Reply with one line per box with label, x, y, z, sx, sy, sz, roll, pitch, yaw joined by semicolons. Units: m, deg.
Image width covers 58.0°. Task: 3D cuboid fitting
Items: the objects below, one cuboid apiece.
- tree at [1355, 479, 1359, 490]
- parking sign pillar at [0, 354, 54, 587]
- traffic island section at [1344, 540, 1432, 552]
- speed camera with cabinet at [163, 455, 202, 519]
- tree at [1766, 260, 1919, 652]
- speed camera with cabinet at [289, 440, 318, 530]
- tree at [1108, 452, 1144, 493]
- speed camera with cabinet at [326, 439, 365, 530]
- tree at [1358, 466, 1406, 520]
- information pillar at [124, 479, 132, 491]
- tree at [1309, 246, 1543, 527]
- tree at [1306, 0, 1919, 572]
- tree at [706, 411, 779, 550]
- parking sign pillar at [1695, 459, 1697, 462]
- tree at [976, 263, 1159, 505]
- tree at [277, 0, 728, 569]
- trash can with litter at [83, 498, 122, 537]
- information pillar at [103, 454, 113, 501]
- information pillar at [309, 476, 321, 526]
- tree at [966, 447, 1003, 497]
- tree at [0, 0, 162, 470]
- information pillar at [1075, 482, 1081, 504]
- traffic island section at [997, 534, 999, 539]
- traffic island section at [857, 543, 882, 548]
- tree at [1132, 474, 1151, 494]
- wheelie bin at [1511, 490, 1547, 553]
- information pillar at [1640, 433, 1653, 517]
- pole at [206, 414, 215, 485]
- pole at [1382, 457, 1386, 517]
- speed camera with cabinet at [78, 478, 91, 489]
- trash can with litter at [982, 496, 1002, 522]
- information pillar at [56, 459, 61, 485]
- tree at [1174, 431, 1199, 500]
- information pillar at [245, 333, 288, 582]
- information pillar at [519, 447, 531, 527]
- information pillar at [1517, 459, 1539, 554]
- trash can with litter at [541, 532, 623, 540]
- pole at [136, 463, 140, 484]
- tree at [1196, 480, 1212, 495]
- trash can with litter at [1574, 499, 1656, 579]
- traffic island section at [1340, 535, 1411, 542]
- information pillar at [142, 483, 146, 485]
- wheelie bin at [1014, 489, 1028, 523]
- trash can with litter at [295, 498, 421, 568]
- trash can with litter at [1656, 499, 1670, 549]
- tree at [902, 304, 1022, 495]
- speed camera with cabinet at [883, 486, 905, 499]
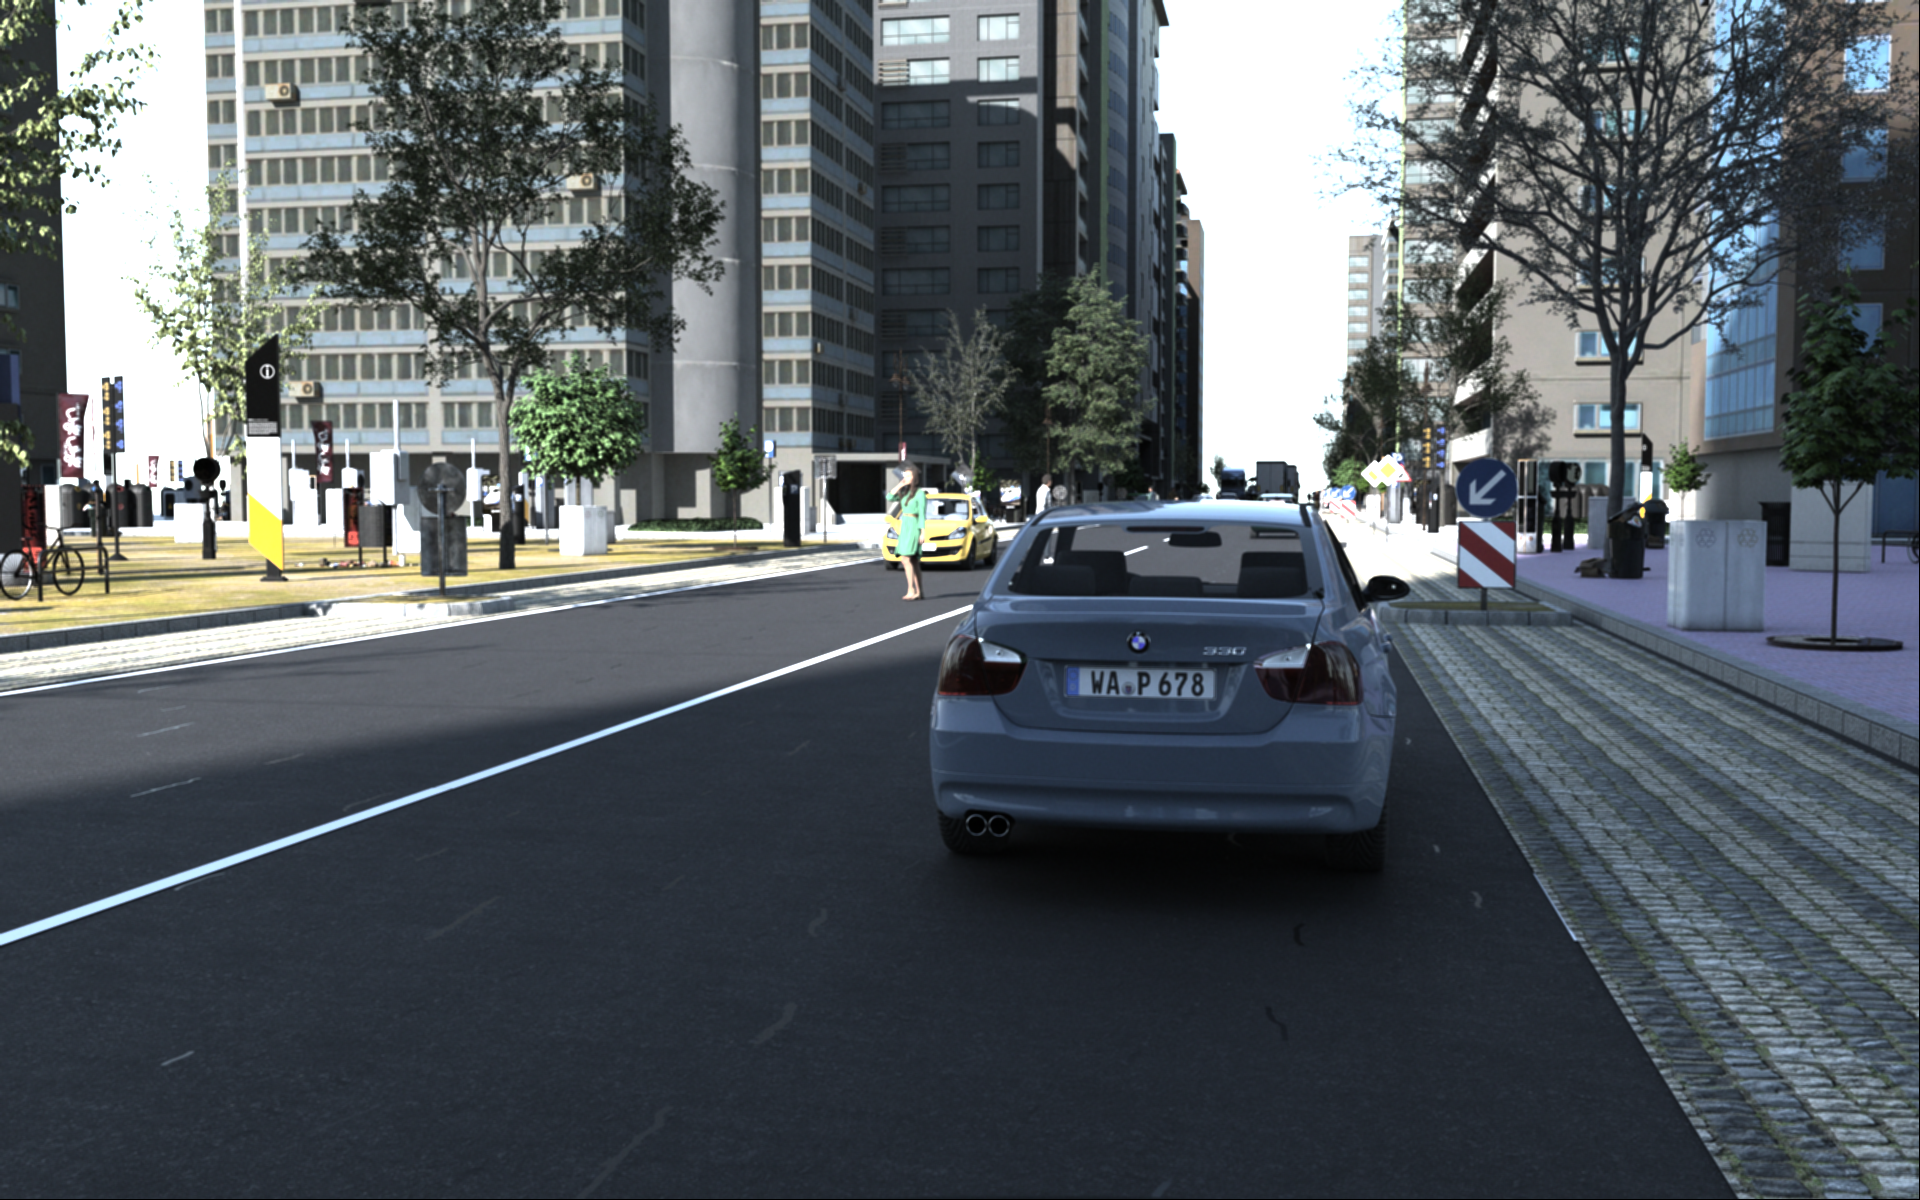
tree;27.477;-7.509;117.371;1.663;3.219;1.824;0;3;0
parking sign pillar;-13.632;-2.198;24.404;1.447;3.967;1.447;-3;5;-40
traffic island section;10.935;-1.345;44.275;2.009;0.180;2.903;1;4;11
speed camera with cabinet;-39.327;-5.703;87.587;2.038;3.252;0.660;1;4;22
tree;7.273;-1.212;14.422;1.663;3.219;1.824;0;3;0
speed camera with cabinet;-23.820;-4.191;62.853;0.660;3.252;2.038;-2;4;-31
tree;11.857;-8.673;125.509;4.285;4.588;4.351;0;3;0
speed camera with cabinet;-22.001;-4.140;62.029;0.660;3.252;2.038;0;4;4
tree;21.381;-5.648;86.948;1.663;3.219;1.824;0;3;0
information pillar;-40.007;-4.822;83.324;0.304;2.012;0.304;-1;4;-10
tree;18.257;-8.060;66.186;7.601;10.594;8.767;-3;4;-37
tree;11.028;-7.234;28.650;12.009;13.543;11.850;0;3;0
tree;-5.215;-2.775;39.976;1.663;3.219;1.824;0;3;0
parking sign pillar;29.874;-4.916;68.848;1.447;3.967;1.447;1;4;18
tree;5.986;-11.525;95.085;9.857;13.997;8.962;0;3;0
tree;-7.665;-5.832;29.766;8.767;10.594;7.601;1;4;15
trash can with litter;-25.607;-2.470;51.773;0.624;1.170;1.055;1;4;11
information pillar;-37.505;-5.194;76.273;0.183;3.616;0.504;1;4;15
information pillar;-25.961;-3.989;69.716;0.304;2.012;0.304;1;4;12
tree;0.659;-4.625;70.221;1.663;3.219;1.824;0;3;0
tree;-9.825;-4.000;15.762;4.737;8.622;4.395;0;3;0
information pillar;6.999;-5.999;102.579;0.304;2.012;0.304;-1;4;-15
traffic island section;0.071;-1.973;54.544;2.009;0.180;2.903;1;4;11
traffic island section;-1.469;-1.494;46.708;2.009;0.180;2.903;1;4;11
tree;14.798;-8.971;141.275;1.663;3.219;1.824;0;3;0
wheelie bin;12.445;-1.837;37.945;0.693;1.594;0.980;0;4;7
information pillar;26.256;-4.582;66.271;0.183;3.616;0.504;-1;4;-22
pole;-19.070;-3.073;44.093;0.158;3.312;0.155;0;3;0
pole;23.208;-6.179;94.873;0.158;3.312;0.155;0;3;0
speed camera with cabinet;-49.479;-6.314;97.562;0.660;3.252;2.038;-1;4;-13
trash can with litter;1.086;-4.231;80.231;1.678;1.210;2.233;-2;4;-34
information pillar;-51.123;-6.534;98.184;0.183;3.616;0.504;-1;4;-8
tree;25.971;-15.410;202.311;4.360;8.622;3.978;0;3;0
information pillar;-10.169;-2.080;25.359;0.504;3.616;0.183;0;4;-1
information pillar;-16.824;-4.617;66.835;0.183;3.616;0.504;1;4;20
information pillar;12.093;-1.983;36.908;0.304;2.012;0.304;-1;4;-15
trash can with litter;-10.471;-2.286;48.427;2.233;1.210;1.678;2;4;28
pole;-54.292;-7.373;114.385;0.158;3.312;0.155;0;3;0
tree;31.626;-14.240;227.420;1.663;3.219;1.824;0;3;0
trash can with litter;9.932;-0.920;26.430;1.055;1.170;0.624;3;5;39
traffic island section;12.475;-1.824;52.111;2.009;0.180;2.903;1;4;11
information pillar;-54.869;-6.845;116.399;0.304;2.012;0.304;-2;4;-28
wheelie bin;2.611;-4.237;77.177;0.693;1.594;0.980;1;4;15
trash can with litter;-10.720;-1.206;30.776;2.233;1.210;1.678;1;4;16
trash can with litter;16.462;-1.803;40.860;0.624;1.170;1.055;1;4;17
tree;0.187;-7.114;66.675;4.360;8.622;3.978;0;3;0
speed camera with cabinet;-3.737;-6.044;93.150;2.038;3.252;0.660;1;4;23
